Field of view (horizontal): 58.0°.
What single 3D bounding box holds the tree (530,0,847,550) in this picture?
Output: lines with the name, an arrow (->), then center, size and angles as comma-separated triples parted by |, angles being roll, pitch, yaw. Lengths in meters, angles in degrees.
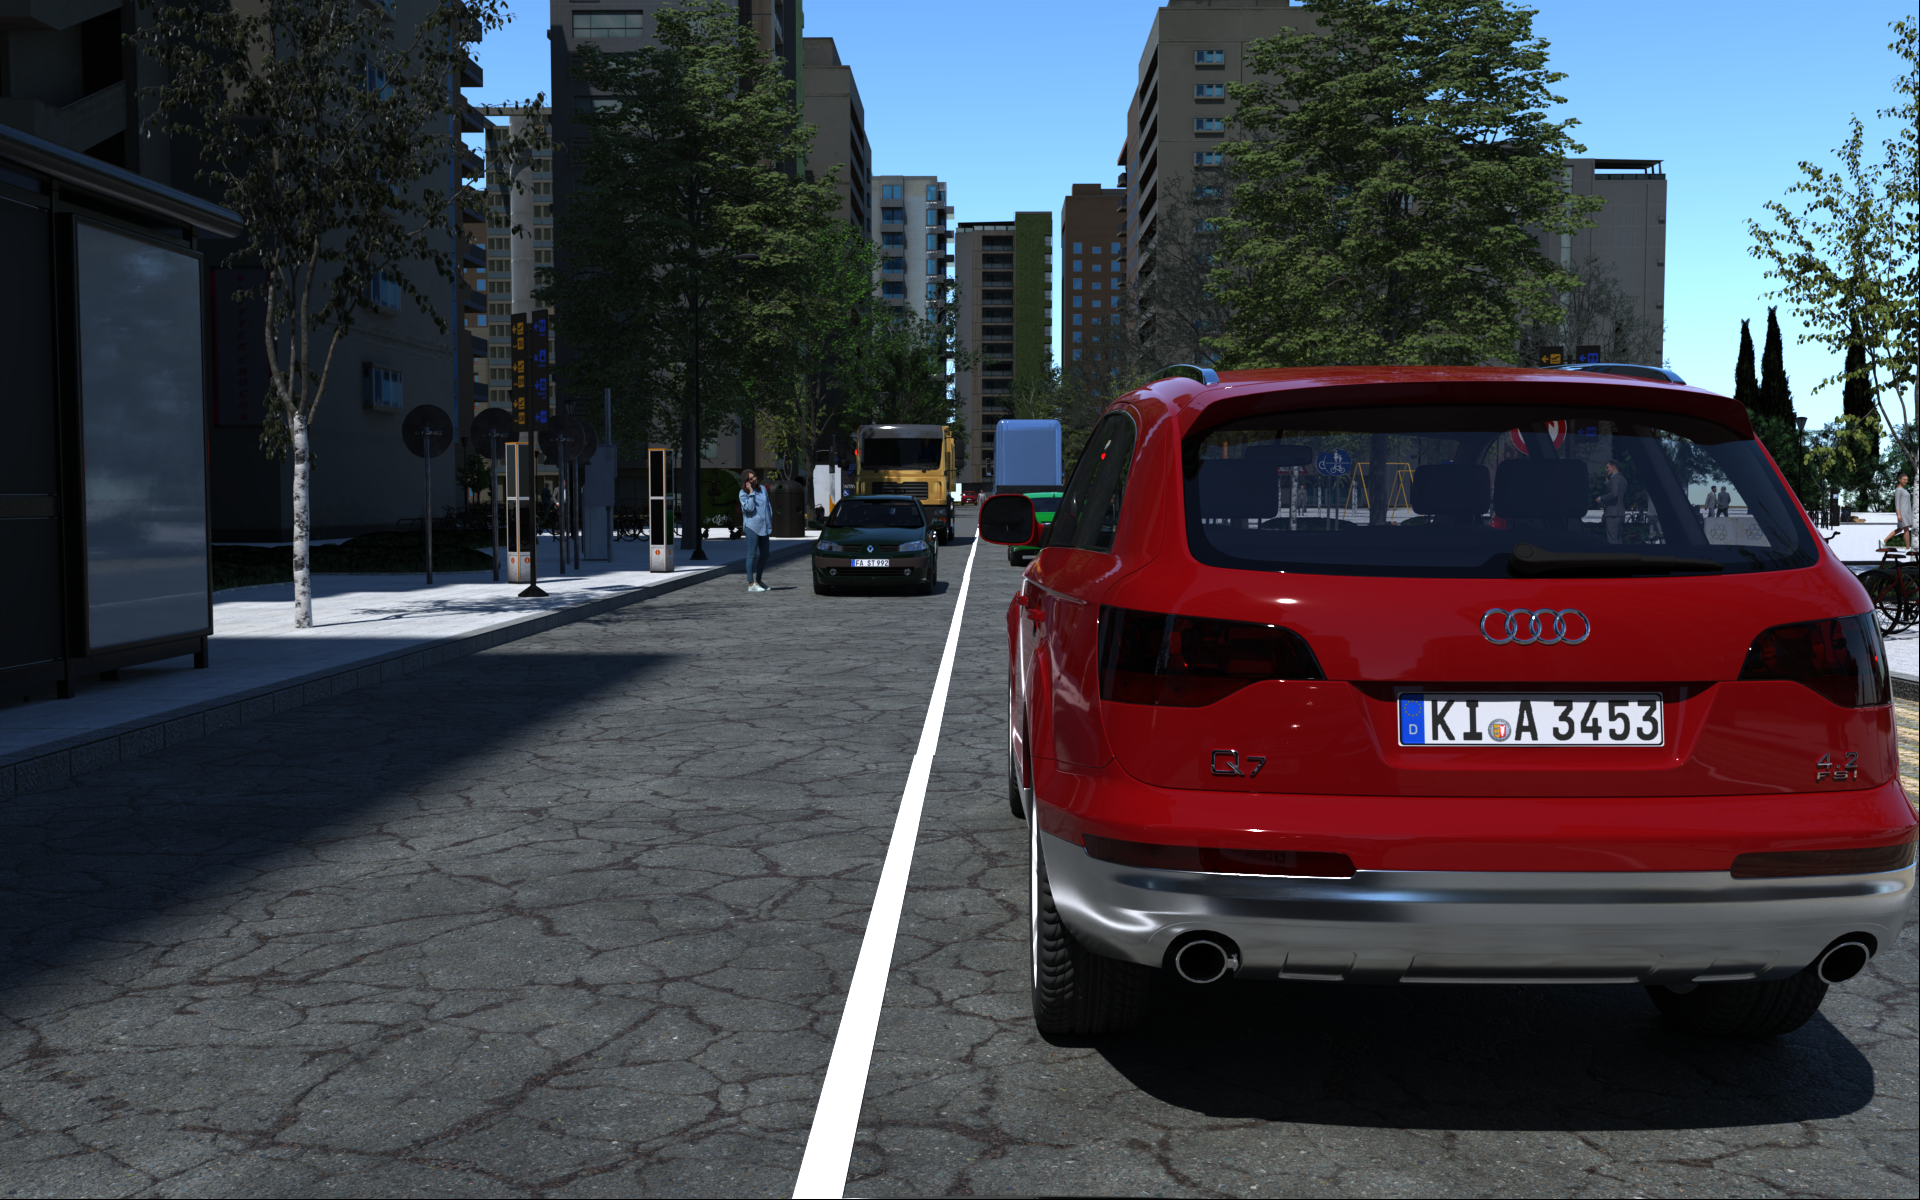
tree -> -5.919, -7.434, 39.665 | 7.486, 12.596, 7.792 | 0, 3, 0

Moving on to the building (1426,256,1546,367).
building -> 63.039, -27.044, 213.877 | 14.107, 30.474, 14.160 | 0, 4, 1

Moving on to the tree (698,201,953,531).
tree -> -5.283, -8.257, 60.750 | 9.928, 11.665, 9.643 | 0, 3, 0

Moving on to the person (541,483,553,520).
person -> -18.793, -4.454, 79.039 | 0.661, 1.801, 0.590 | 3, 4, 36

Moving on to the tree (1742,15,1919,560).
tree -> 14.558, -4.653, 26.438 | 4.737, 8.622, 4.395 | 0, 3, 0

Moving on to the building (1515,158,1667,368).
building -> 77.137, -32.411, 213.509 | 14.086, 41.232, 14.154 | 0, 4, 1

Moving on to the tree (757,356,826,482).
tree -> -9.205, -8.708, 92.744 | 4.737, 8.622, 4.395 | 0, 3, 0

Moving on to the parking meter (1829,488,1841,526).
parking meter -> 35.039, -3.728, 69.357 | 0.372, 1.533, 0.369 | 0, 3, 0

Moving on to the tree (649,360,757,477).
tree -> -13.599, -8.367, 87.170 | 4.737, 8.622, 4.395 | 0, 3, 0

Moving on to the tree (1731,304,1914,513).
tree -> 61.709, -13.725, 126.225 | 13.155, 14.587, 18.604 | 0, 4, -8

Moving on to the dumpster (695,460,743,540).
dumpster -> -6.802, -2.840, 48.935 | 1.502, 2.255, 1.985 | 0, 4, 1

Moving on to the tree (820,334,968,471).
tree -> -4.055, -10.245, 101.919 | 8.767, 10.594, 7.601 | -1, 4, -16

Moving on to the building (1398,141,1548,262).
building -> 70.756, -40.885, 257.701 | 27.495, 52.752, 28.713 | 0, 4, 1

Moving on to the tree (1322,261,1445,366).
tree -> 29.898, -16.844, 131.288 | 12.611, 20.169, 13.585 | 0, 3, 0

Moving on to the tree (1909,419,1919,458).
tree -> 27.578, -3.845, 46.578 | 4.285, 4.588, 4.351 | 0, 3, 0

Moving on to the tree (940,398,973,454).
tree -> -3.148, -18.391, 207.341 | 9.857, 13.997, 8.962 | 0, 3, 0

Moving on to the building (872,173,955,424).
building -> -16.015, -38.993, 257.140 | 30.456, 49.044, 23.786 | 0, 4, 1

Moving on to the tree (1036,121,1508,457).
tree -> 9.422, -8.929, 56.353 | 12.009, 13.543, 11.850 | 0, 3, 0

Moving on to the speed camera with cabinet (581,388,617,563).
speed camera with cabinet -> -6.936, -2.372, 33.121 | 0.660, 3.252, 2.038 | -1, 4, -14

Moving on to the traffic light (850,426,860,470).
traffic light -> -4.122, -5.034, 71.232 | 0.839, 4.253, 0.868 | 0, 4, 1

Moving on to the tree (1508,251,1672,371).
tree -> 31.156, -10.870, 88.096 | 12.009, 13.543, 11.850 | 0, 3, 0

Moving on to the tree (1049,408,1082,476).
tree -> 10.379, -15.424, 186.590 | 8.767, 10.594, 7.601 | 2, 4, 30

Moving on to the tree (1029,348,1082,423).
tree -> 10.497, -22.694, 226.939 | 12.611, 20.169, 13.585 | 0, 3, 0

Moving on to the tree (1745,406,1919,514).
tree -> 52.391, -8.905, 108.502 | 20.602, 7.101, 11.467 | 1, 4, 18

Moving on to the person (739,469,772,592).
person -> -3.006, -1.021, 25.456 | 0.793, 1.790, 0.793 | 0, 4, 5

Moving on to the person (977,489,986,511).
person -> 1.589, -7.195, 126.417 | 0.678, 1.792, 0.850 | 0, 4, 1

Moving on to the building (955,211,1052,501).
building -> 6.234, -34.791, 252.434 | 14.086, 41.232, 14.154 | 0, 4, 1

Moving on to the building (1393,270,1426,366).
building -> 48.265, -27.068, 214.263 | 14.107, 30.474, 14.160 | 0, 4, 1

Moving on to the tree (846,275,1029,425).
tree -> -2.629, -17.915, 148.805 | 12.611, 20.169, 13.585 | 0, 3, 0

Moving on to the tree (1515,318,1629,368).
tree -> 47.275, -14.131, 132.859 | 13.155, 14.587, 18.604 | -1, 4, -9

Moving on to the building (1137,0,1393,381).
building -> 28.706, -33.247, 167.283 | 21.300, 48.544, 21.600 | 0, 4, 1

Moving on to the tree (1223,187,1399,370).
tree -> 8.301, -5.630, 42.419 | 4.737, 8.622, 4.395 | 0, 3, 0

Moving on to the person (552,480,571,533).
person -> -12.910, -3.058, 56.447 | 0.834, 1.777, 0.661 | 3, 4, 38

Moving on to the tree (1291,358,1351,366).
tree -> 16.750, -8.024, 81.553 | 4.360, 8.622, 3.978 | 0, 3, 0

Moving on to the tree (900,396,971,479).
tree -> -3.971, -15.984, 178.339 | 9.611, 12.733, 9.660 | 0, 3, 0

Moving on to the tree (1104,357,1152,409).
tree -> 10.229, -8.772, 93.788 | 4.737, 8.622, 4.395 | 0, 3, 0

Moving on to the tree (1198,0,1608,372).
tree -> 8.668, -7.076, 33.814 | 7.486, 12.596, 7.792 | 0, 3, 0

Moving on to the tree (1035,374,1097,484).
tree -> 9.933, -14.998, 163.345 | 7.486, 12.596, 7.792 | 0, 3, 0

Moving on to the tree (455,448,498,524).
tree -> -18.299, -4.317, 65.180 | 1.663, 3.219, 1.824 | 0, 3, 0

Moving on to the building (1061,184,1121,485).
building -> 22.106, -36.838, 252.406 | 14.200, 45.320, 14.600 | 0, 4, 1

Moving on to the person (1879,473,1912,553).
person -> 20.512, -1.896, 37.799 | 0.760, 1.731, 0.466 | 1, 4, 12

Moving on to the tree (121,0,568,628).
tree -> -6.147, -4.048, 16.548 | 4.360, 8.622, 3.978 | 0, 3, 0
